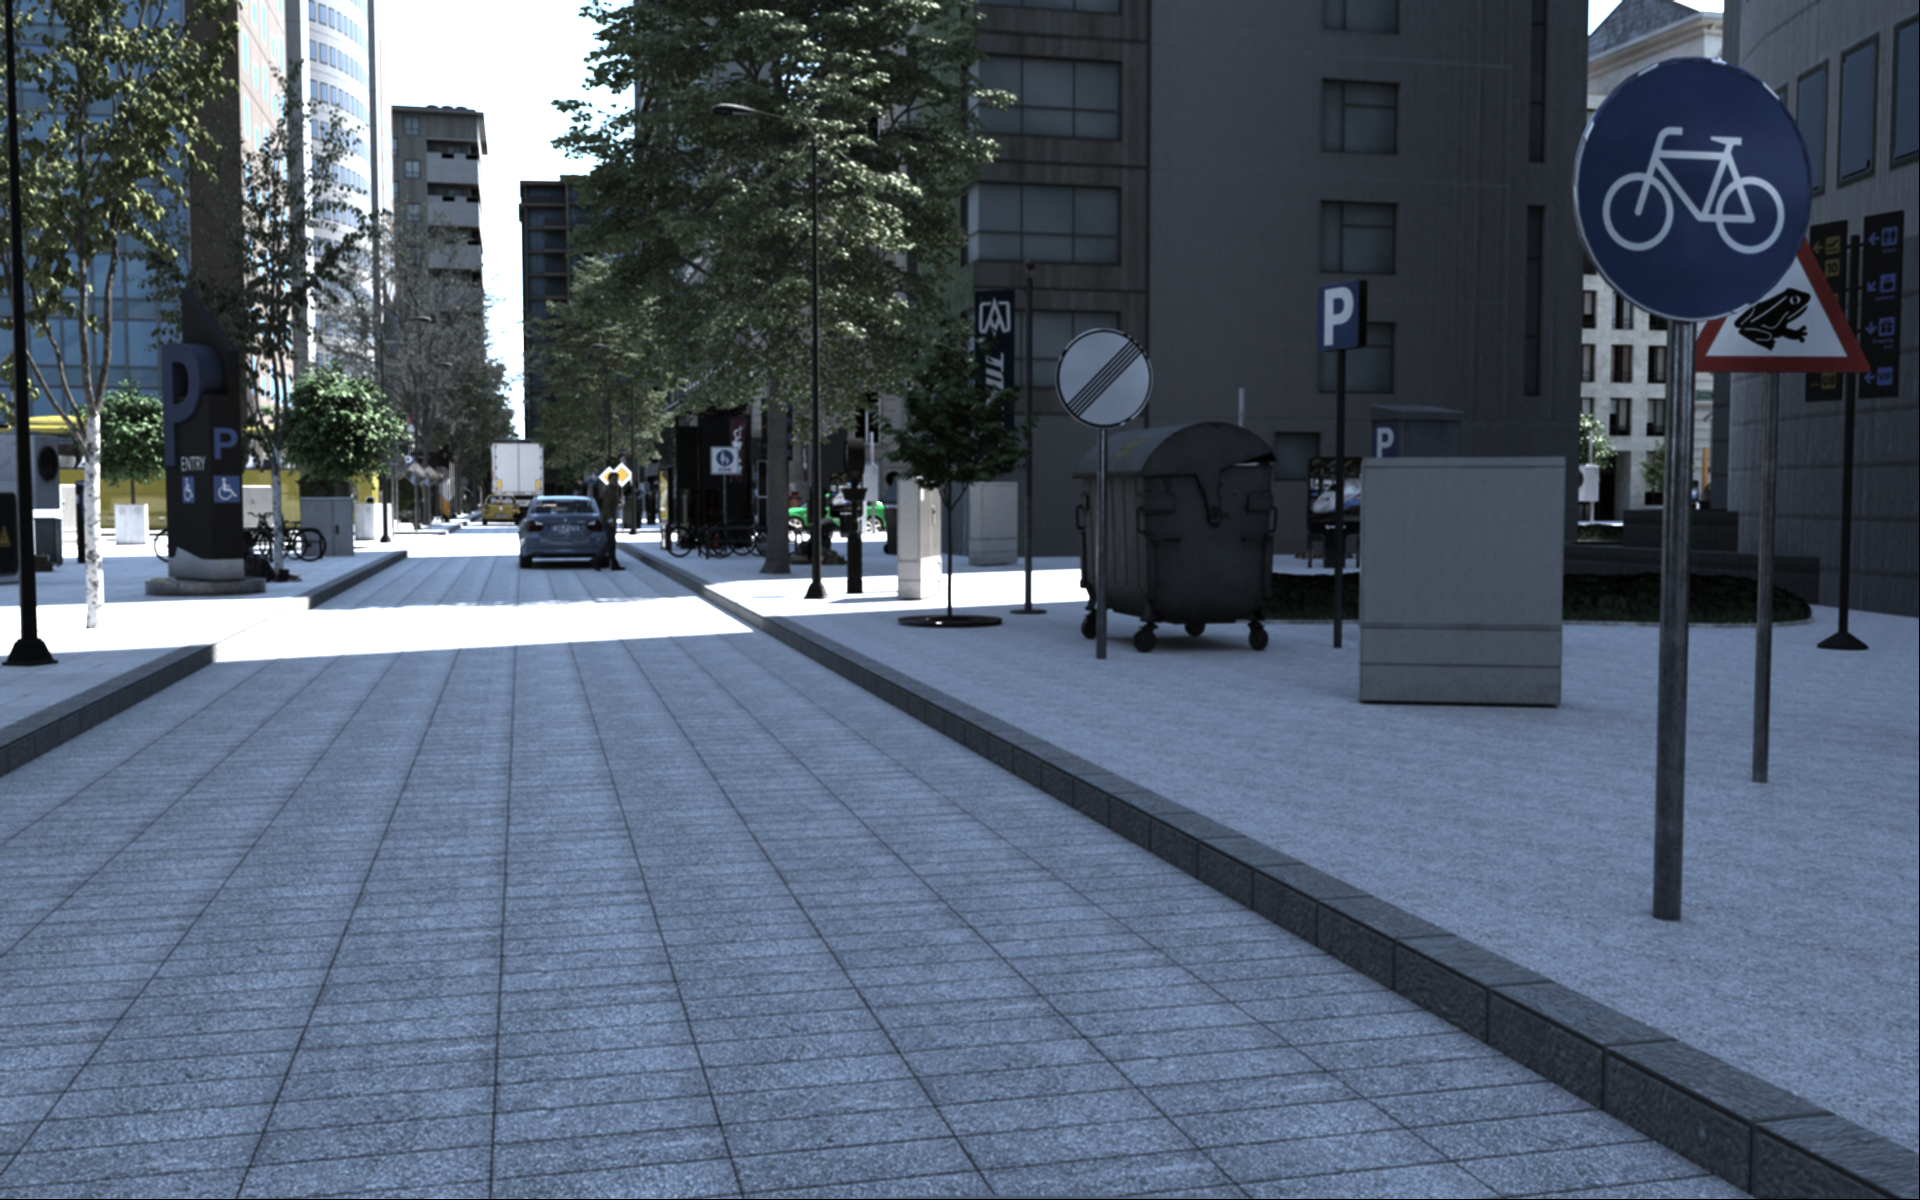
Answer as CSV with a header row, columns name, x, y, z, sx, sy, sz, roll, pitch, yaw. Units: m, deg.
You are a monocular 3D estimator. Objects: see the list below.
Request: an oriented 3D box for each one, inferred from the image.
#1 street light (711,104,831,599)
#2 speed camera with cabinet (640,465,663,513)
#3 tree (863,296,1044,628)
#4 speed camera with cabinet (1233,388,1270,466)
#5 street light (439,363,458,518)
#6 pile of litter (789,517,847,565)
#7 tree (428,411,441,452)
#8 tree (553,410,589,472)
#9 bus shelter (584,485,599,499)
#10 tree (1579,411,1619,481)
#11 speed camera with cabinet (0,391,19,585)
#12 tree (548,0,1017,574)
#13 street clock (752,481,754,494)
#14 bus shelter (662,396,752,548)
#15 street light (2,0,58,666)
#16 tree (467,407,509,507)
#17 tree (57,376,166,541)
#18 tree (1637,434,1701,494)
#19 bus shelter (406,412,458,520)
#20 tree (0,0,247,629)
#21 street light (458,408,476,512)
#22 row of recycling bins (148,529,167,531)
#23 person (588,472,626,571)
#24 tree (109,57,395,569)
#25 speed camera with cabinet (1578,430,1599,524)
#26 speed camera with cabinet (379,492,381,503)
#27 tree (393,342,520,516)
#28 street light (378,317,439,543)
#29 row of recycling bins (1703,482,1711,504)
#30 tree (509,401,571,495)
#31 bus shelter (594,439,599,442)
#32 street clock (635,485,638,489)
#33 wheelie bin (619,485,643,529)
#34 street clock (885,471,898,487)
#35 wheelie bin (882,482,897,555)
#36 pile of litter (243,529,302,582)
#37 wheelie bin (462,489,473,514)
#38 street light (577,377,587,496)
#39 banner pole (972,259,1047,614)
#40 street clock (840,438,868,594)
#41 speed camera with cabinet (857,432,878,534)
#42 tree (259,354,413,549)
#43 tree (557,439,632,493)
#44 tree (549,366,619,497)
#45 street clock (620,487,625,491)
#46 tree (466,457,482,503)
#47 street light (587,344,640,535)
name,x,y,z,sx,sy,sz,roll,pitch,yaw
street light,-2.280,-2.959,20.927,1.470,5.913,1.316,-1,4,-14
speed camera with cabinet,-20.815,-7.568,118.079,0.660,3.252,2.038,-3,5,-39
tree,-0.208,-1.367,16.947,1.663,3.219,1.824,0,3,0
speed camera with cabinet,5.036,-2.281,31.634,0.660,3.252,2.038,2,4,32
street light,-18.683,-5.428,61.296,1.470,5.913,1.316,-1,4,-14
pile of litter,-2.648,-1.088,31.758,1.719,0.858,1.176,3,5,43
tree,-37.643,-13.140,132.972,7.486,12.596,7.792,0,3,0
tree,-30.833,-11.638,140.647,4.360,8.622,3.978,0,3,0
bus shelter,-22.496,-7.030,106.227,1.731,3.624,6.357,-1,4,-14
tree,20.564,-4.586,58.694,4.285,4.588,4.351,0,3,0
speed camera with cabinet,-13.781,-1.875,24.987,0.660,3.252,2.038,0,3,0
tree,-2.952,-6.733,28.207,7.486,12.596,7.792,0,3,0
street clock,-10.880,-5.379,92.521,0.358,2.002,0.471,3,5,44
bus shelter,-6.536,-3.262,44.618,1.731,3.624,6.357,-1,4,-14
street light,-6.491,-2.475,13.015,1.470,5.913,1.316,-1,4,-14
tree,-55.657,-16.909,202.211,9.928,11.665,9.643,0,3,0
tree,-23.128,-3.941,48.143,4.285,4.588,4.351,0,3,0
tree,21.594,-3.585,53.212,1.663,3.219,1.824,0,3,0
bus shelter,-26.748,-6.744,87.889,2.179,5.291,8.768,-1,4,-14
tree,-8.476,-4.036,16.353,4.737,8.622,4.395,0,3,0
street light,-26.859,-7.410,93.690,1.470,5.913,1.316,-1,4,-14
row of recycling bins,-28.074,-3.358,62.010,1.069,1.692,3.534,1,4,12
person,-6.559,-1.464,32.340,0.656,1.842,0.836,3,5,45
tree,-11.587,-4.781,28.536,4.360,8.622,3.978,0,3,0
speed camera with cabinet,19.165,-3.672,54.367,0.660,3.252,2.038,-1,4,-18
speed camera with cabinet,-41.943,-8.042,125.830,2.038,3.252,0.660,-2,4,-30
tree,-30.061,-10.305,102.898,8.767,10.594,7.601,1,4,17
street light,-14.555,-4.458,45.437,1.470,5.913,1.316,-1,4,-14
row of recycling bins,22.509,-2.559,48.946,1.069,1.692,3.534,-1,4,-23
tree,-44.029,-16.332,192.788,9.928,11.665,9.643,0,3,0
bus shelter,-26.310,-8.960,124.122,2.179,5.291,8.768,-1,4,-14
street clock,-25.499,-8.015,135.608,0.471,2.002,0.358,-2,4,-24
wheelie bin,-12.073,-3.418,63.786,0.693,1.594,0.980,2,4,24
street clock,-2.134,-3.107,55.370,0.471,2.002,0.358,-1,4,-9
wheelie bin,-1.220,-1.768,36.812,0.693,1.594,0.980,-3,5,-41
pile of litter,-10.542,-0.712,25.605,1.719,0.858,1.176,2,4,31
wheelie bin,-31.736,-6.340,111.567,0.693,1.594,0.980,-1,4,-13
street light,-14.518,-5.904,69.072,1.470,5.913,1.316,-1,4,-14
banner pole,0.523,-1.752,18.670,0.863,3.779,0.401,1,4,23
street clock,-1.360,-1.085,22.309,0.358,2.002,0.471,-1,4,-10
speed camera with cabinet,-3.244,-3.748,55.620,0.660,3.252,2.038,-2,4,-23
tree,-14.583,-3.481,40.625,4.285,4.588,4.351,0,3,0
tree,-19.241,-6.703,93.308,4.285,4.588,4.351,0,3,0
tree,-21.166,-9.043,98.221,4.737,8.622,4.395,0,3,0
street clock,-25.472,-7.813,132.314,0.358,2.002,0.471,3,5,44
tree,-54.304,-14.975,195.206,4.737,8.622,4.395,0,3,0
street light,-10.732,-4.976,53.899,1.470,5.913,1.316,-1,4,-14
